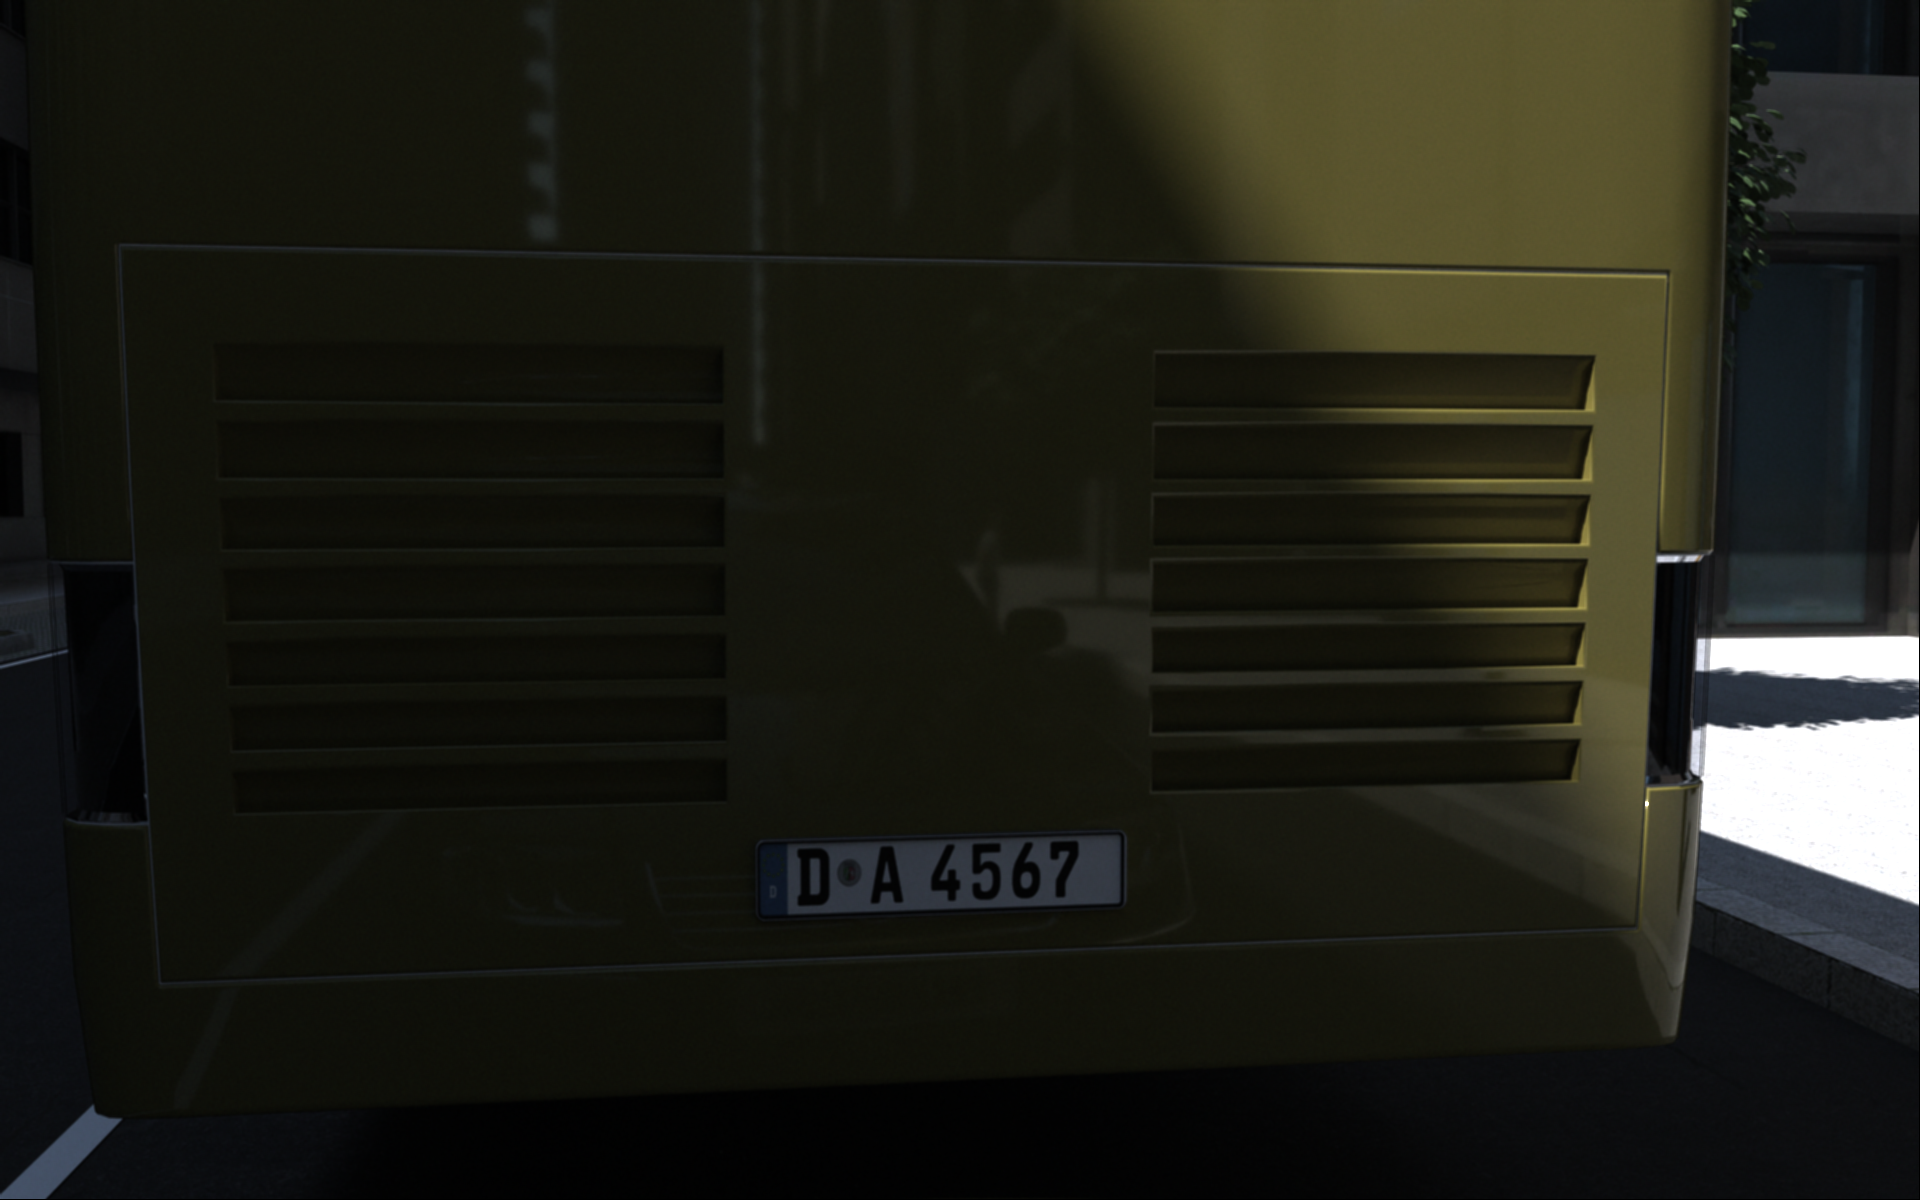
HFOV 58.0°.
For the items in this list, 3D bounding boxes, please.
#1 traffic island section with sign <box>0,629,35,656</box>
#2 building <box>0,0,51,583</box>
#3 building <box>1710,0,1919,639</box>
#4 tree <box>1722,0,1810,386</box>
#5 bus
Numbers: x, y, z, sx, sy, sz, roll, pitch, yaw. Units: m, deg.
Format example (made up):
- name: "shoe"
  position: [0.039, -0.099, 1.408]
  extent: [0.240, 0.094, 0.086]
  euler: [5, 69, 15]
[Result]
- name: "traffic island section with sign"
  position: [-9.457, -0.410, 15.334]
  extent: [1.989, 1.847, 2.006]
  euler: [0, 4, -8]
- name: "building"
  position: [-17.720, -11.882, 13.342]
  extent: [14.314, 24.678, 30.058]
  euler: [0, 4, -8]
- name: "building"
  position: [11.429, -24.949, 27.530]
  extent: [23.786, 49.044, 30.456]
  euler: [0, 4, -8]
- name: "tree"
  position: [3.100, -1.598, 9.845]
  extent: [4.285, 4.588, 4.351]
  euler: [0, 3, 0]
- name: "bus"
  position: [-0.880, -1.038, 8.524]
  extent: [2.896, 3.916, 12.252]
  euler: [0, 4, -8]
